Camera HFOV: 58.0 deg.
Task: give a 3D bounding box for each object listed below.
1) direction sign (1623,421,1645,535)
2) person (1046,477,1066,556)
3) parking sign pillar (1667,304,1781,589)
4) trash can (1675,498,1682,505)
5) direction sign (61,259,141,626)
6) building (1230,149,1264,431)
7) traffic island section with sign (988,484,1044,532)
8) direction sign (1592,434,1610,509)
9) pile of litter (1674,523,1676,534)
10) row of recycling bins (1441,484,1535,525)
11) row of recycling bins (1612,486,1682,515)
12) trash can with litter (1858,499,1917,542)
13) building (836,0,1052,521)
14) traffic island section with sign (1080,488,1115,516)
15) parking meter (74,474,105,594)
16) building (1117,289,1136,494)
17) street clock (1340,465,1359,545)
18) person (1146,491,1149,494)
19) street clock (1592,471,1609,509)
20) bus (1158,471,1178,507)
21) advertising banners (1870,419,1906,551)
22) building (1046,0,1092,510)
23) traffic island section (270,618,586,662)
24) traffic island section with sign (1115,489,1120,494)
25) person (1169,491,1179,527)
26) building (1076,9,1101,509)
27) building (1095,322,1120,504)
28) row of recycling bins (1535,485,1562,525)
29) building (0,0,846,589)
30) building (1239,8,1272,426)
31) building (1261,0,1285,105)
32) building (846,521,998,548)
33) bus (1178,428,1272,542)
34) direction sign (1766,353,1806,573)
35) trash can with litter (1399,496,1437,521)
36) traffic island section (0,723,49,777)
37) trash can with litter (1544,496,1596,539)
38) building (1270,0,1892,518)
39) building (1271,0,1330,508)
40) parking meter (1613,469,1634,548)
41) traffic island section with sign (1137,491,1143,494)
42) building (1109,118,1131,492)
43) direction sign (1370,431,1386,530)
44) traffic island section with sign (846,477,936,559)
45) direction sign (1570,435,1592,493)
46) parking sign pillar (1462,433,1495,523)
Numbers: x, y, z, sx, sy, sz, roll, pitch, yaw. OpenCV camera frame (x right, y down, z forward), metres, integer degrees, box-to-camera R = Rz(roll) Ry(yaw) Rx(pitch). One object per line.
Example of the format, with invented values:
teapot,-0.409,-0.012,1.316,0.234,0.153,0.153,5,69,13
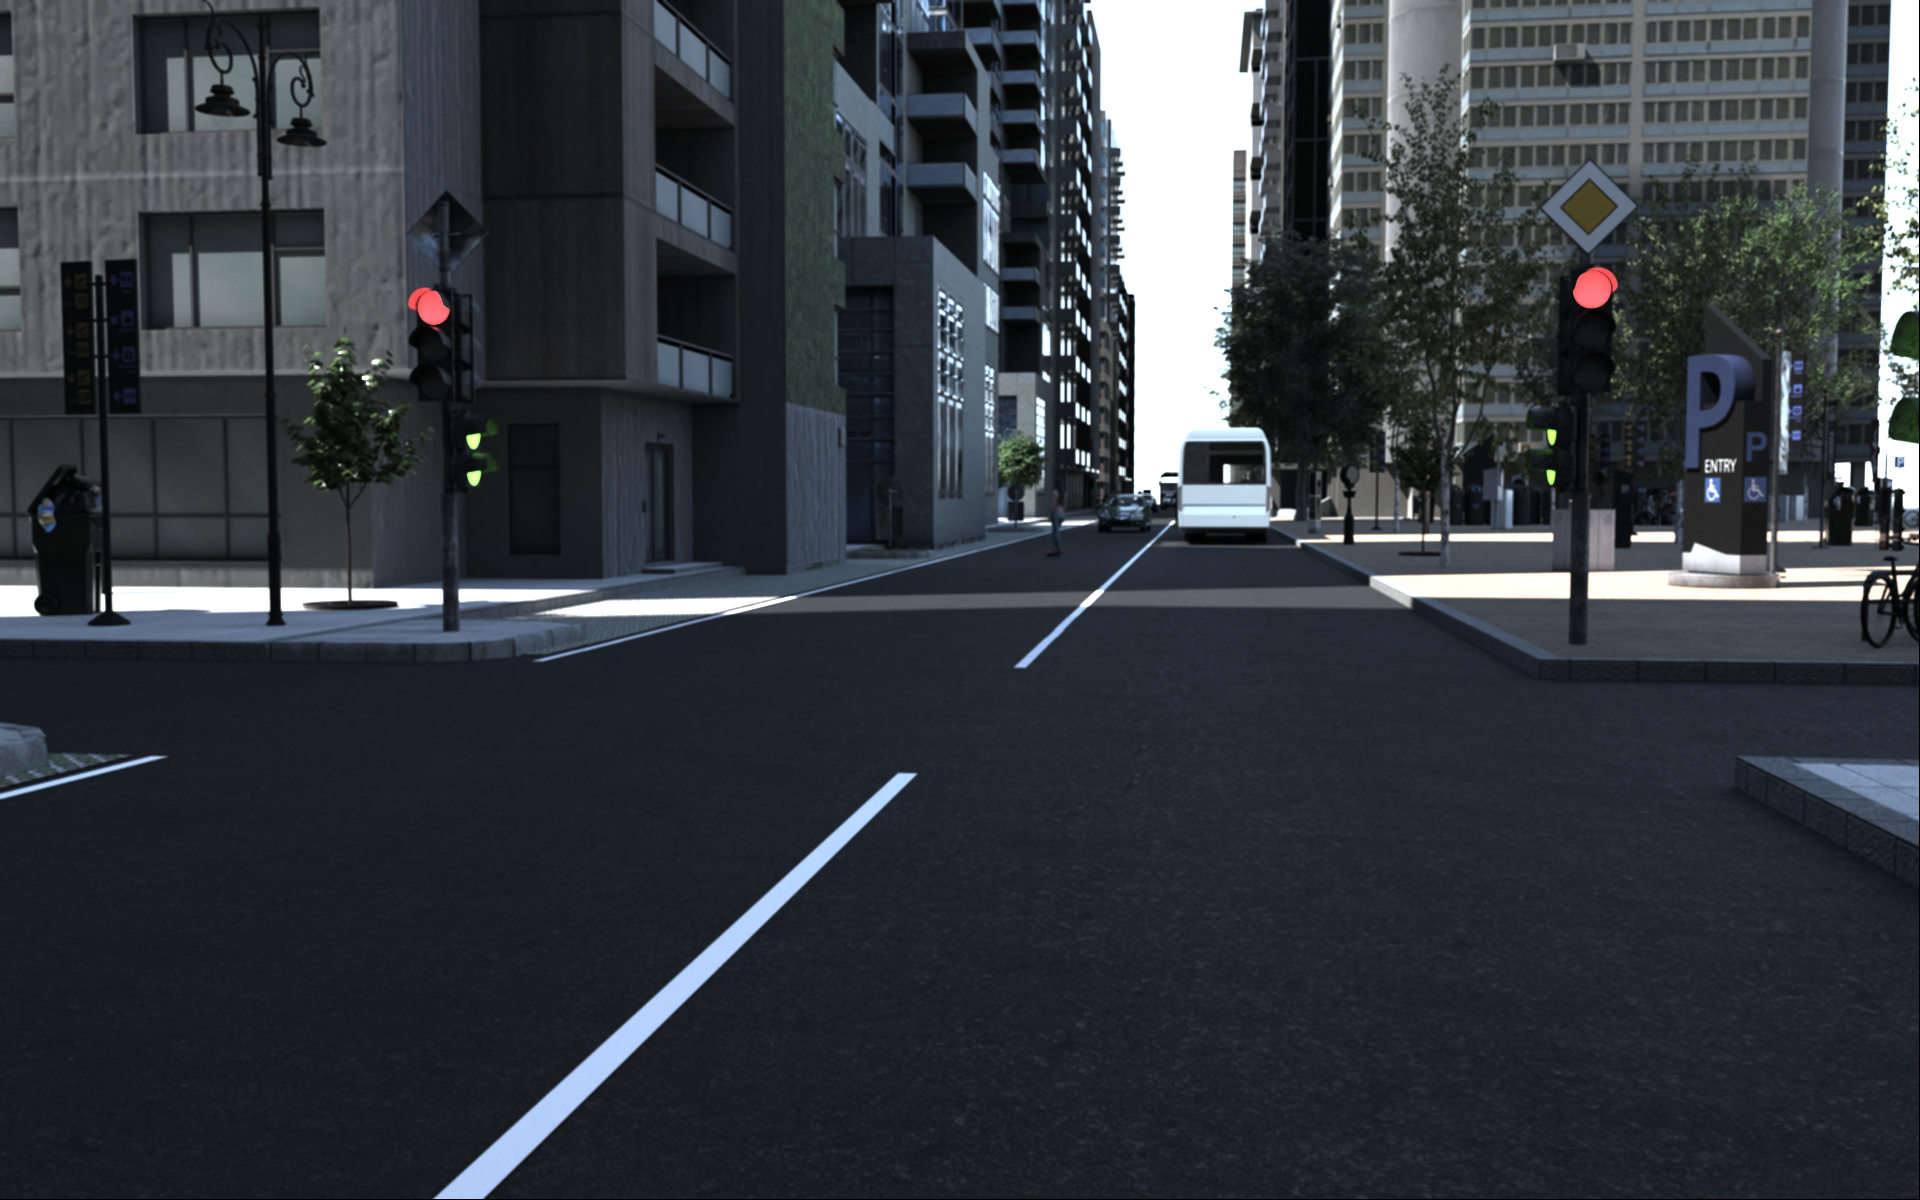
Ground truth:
direction sign,20.942,-3.784,53.862,0.876,3.537,0.379,-2,4,-27
person,2.255,-1.932,40.094,0.388,1.821,0.555,2,4,34
parking sign pillar,10.609,-2.171,23.967,1.447,3.967,1.447,-1,4,-11
trash can,26.625,-3.178,63.613,0.748,1.137,0.748,0,3,0
direction sign,-8.355,-1.523,16.903,0.876,3.537,0.379,1,4,16
building,39.485,-32.033,207.329,14.154,41.232,14.086,0,4,8
traffic island section with sign,2.141,-3.485,65.612,1.989,1.847,2.006,0,4,8
direction sign,24.247,-4.522,65.939,0.876,3.537,0.379,1,4,22
pile of litter,22.986,-2.466,54.278,1.719,0.858,1.176,-3,5,-42
row of recycling bins,21.652,-3.935,71.448,3.534,1.692,1.069,0,4,6
row of recycling bins,34.056,-4.822,85.952,3.534,1.692,1.069,-1,4,-9
trash can with litter,25.488,-2.213,47.234,1.678,1.210,2.233,2,4,25
building,-4.914,-48.538,106.270,22.319,86.520,31.000,0,4,8
traffic island section with sign,9.023,-6.491,114.758,1.989,1.847,2.006,0,4,8
parking meter,-11.200,-0.846,22.249,0.372,1.533,0.369,0,3,0
building,17.101,-28.698,240.919,14.160,30.474,14.107,0,4,8
street clock,9.876,-2.408,43.945,0.471,2.002,0.358,-2,4,-35
person,19.876,-10.714,184.504,0.721,1.723,1.217,-3,5,-39
street clock,19.725,-2.985,53.370,0.358,2.002,0.471,-2,4,-31
bus,22.955,-12.029,188.224,2.896,3.916,12.252,0,4,6
advertising banners,21.339,-2.673,39.891,0.090,3.025,2.074,0,4,8
building,-1.201,-31.707,138.011,23.786,49.044,30.456,0,4,8
traffic island section,-4.783,0.370,16.233,2.009,0.180,2.903,0,4,8
traffic island section with sign,12.773,-8.126,141.483,1.989,1.847,2.006,0,4,8
person,9.647,-4.159,76.280,0.659,1.850,0.755,2,4,28
building,5.612,-31.166,159.676,14.600,45.320,14.200,0,4,8
building,2.964,-21.099,190.005,27.650,21.520,28.899,0,4,8
row of recycling bins,23.826,-4.072,73.688,3.534,1.692,1.069,2,4,34
building,-10.227,-21.092,28.450,14.154,41.232,14.086,0,4,8
building,44.388,-36.457,185.311,28.713,52.752,27.495,0,4,8
building,36.814,-32.232,146.602,23.786,49.044,30.456,0,4,8
building,-9.572,-45.571,57.758,22.319,86.520,31.000,0,4,8
bus,8.449,-3.664,54.770,2.948,3.499,13.247,1,4,9
direction sign,13.365,-2.222,28.327,0.379,3.537,0.876,-2,4,-31
trash can with litter,22.175,-4.498,84.592,1.678,1.210,2.233,-1,4,-17
traffic island section,-5.892,0.854,8.325,2.009,0.180,2.903,0,4,8
trash can with litter,17.463,-2.330,49.151,1.678,1.210,2.233,1,4,14
building,33.974,-24.904,99.057,32.217,40.220,23.993,0,4,8
building,31.249,-41.756,120.969,20.563,71.187,20.611,0,4,8
parking meter,15.720,-2.162,41.053,0.399,1.863,0.255,0,4,-1
traffic island section with sign,24.144,-13.087,222.600,1.989,1.847,2.006,0,4,8
building,9.498,-36.657,218.957,23.786,49.044,30.456,0,4,8
direction sign,14.960,-4.287,62.093,0.876,3.537,0.379,-3,5,-40
traffic island section with sign,-1.602,-1.853,38.917,1.989,1.847,2.006,0,4,8
direction sign,22.005,-4.282,62.000,0.379,3.537,0.876,-2,4,-34
parking sign pillar,23.020,-5.410,76.925,1.447,3.967,1.447,0,4,5
